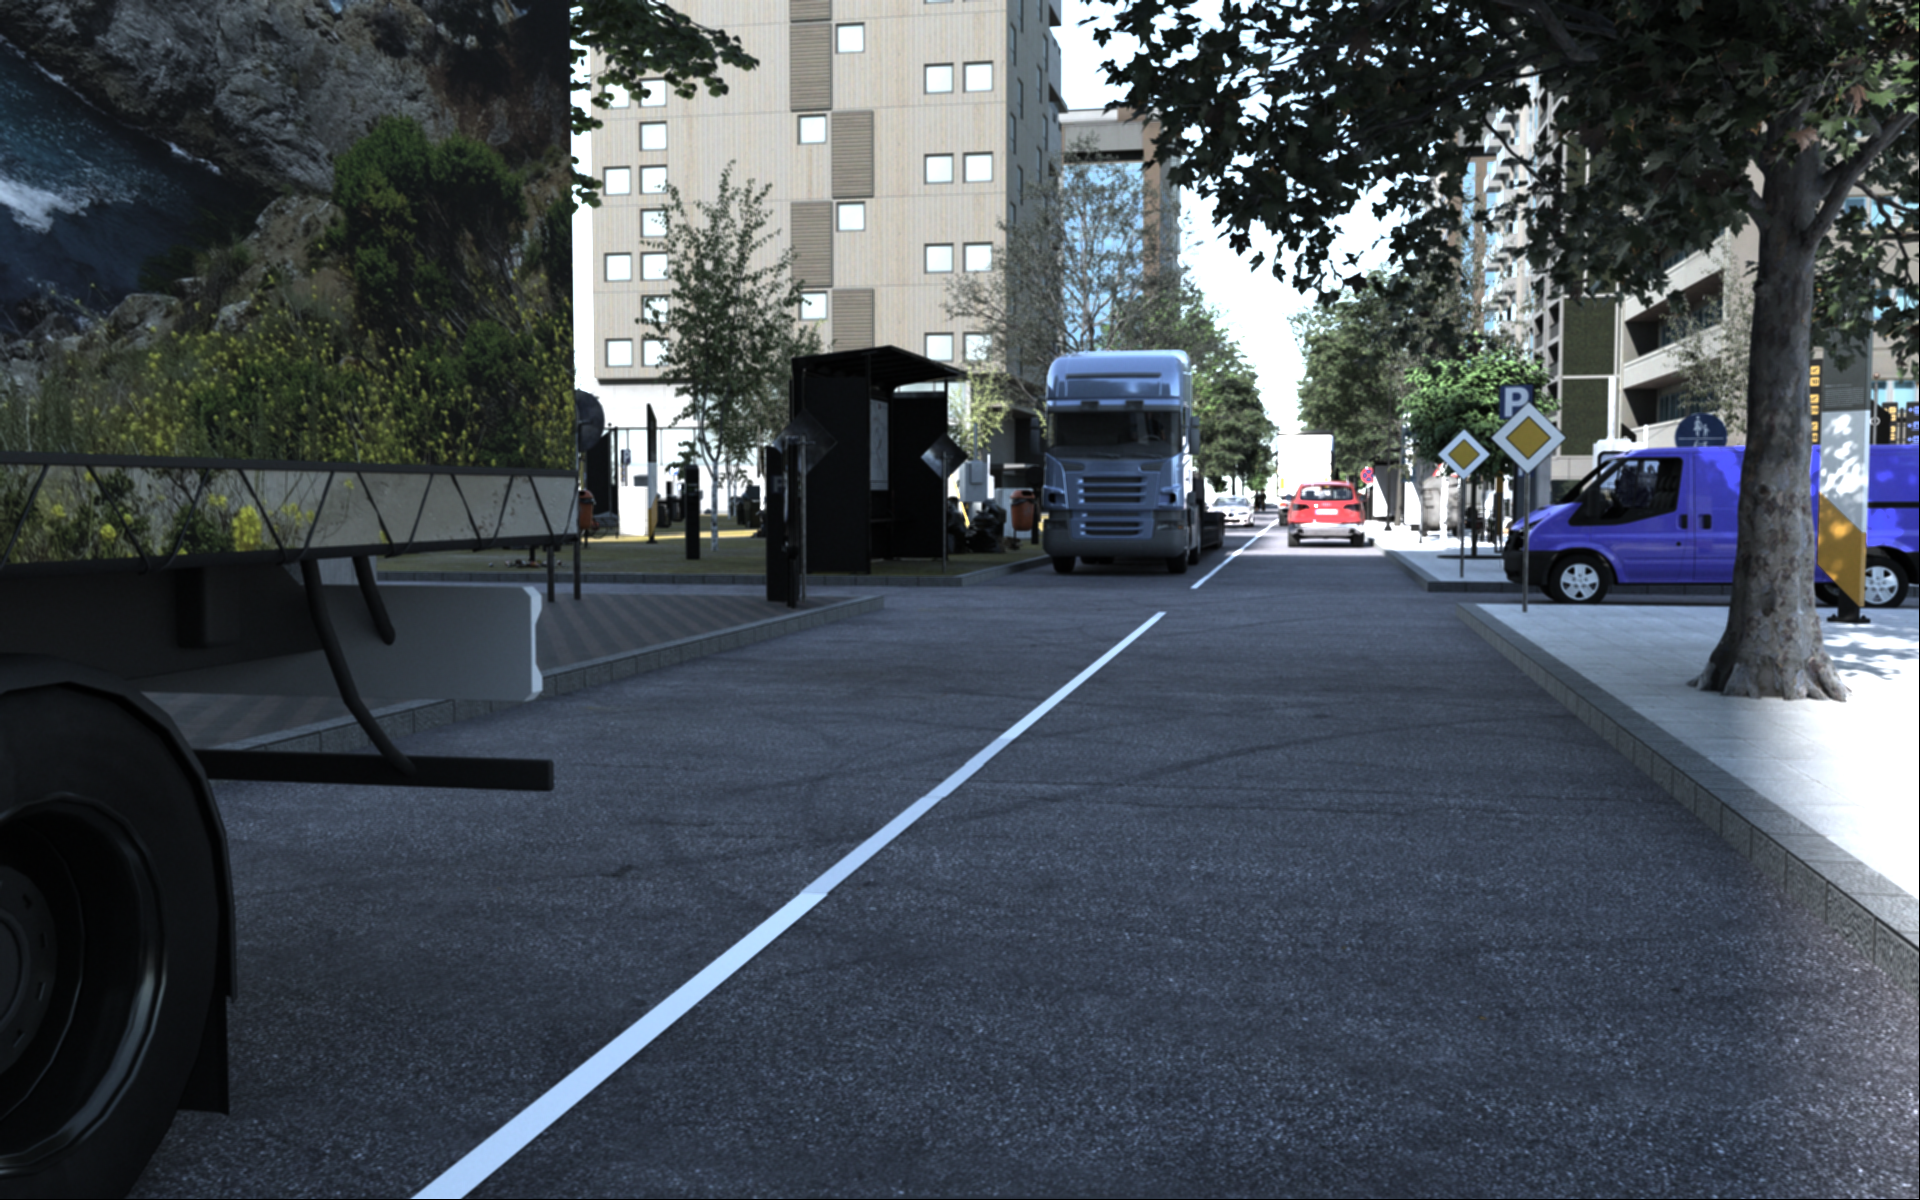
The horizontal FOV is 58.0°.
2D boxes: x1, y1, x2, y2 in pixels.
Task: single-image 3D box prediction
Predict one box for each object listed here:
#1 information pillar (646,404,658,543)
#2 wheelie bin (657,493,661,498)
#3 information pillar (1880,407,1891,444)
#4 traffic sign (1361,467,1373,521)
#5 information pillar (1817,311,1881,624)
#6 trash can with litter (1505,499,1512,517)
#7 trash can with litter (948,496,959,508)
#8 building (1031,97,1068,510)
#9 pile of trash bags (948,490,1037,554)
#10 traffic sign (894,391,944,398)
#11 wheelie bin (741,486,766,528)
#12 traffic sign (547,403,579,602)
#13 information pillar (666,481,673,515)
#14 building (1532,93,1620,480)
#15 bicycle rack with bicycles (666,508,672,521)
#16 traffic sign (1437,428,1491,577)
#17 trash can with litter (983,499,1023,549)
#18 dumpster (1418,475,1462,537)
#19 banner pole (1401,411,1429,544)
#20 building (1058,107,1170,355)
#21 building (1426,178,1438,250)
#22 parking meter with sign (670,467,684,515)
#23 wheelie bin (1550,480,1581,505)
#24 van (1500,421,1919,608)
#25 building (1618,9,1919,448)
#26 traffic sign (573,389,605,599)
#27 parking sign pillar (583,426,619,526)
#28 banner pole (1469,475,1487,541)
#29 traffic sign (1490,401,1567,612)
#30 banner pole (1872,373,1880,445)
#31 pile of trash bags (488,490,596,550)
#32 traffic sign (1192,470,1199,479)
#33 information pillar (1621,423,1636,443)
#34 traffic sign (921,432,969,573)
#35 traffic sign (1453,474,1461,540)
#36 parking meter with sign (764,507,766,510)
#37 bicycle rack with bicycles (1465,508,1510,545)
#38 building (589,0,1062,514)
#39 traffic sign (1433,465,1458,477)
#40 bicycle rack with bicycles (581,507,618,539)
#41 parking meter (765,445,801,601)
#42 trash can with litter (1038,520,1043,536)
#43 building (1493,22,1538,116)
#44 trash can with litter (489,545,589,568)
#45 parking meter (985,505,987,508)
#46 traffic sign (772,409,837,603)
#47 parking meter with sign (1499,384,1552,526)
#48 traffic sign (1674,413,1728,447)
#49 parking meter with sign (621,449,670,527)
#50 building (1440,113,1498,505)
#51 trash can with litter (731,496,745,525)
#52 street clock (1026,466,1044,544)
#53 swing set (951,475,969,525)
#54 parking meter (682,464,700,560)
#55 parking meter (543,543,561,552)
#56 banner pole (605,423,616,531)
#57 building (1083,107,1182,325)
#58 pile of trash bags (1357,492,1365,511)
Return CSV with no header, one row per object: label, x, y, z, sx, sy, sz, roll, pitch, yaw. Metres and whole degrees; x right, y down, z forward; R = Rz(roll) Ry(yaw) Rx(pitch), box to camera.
information pillar,-8.014,-3.286,45.088,0.183,3.616,0.504,1,4,11
wheelie bin,-12.982,-3.940,72.323,0.980,1.594,0.693,-1,4,-11
information pillar,22.419,-3.117,42.312,0.504,3.616,0.183,3,5,45
traffic sign,19.559,-5.064,82.902,0.768,2.556,0.104,1,4,14
information pillar,8.845,-1.586,17.283,0.183,3.616,0.504,-2,4,-30
trash can with litter,30.402,-5.232,96.937,0.624,1.170,1.055,-1,4,-14
trash can with litter,-0.343,-4.327,82.138,0.624,1.170,1.055,0,4,6
building,-4.783,-27.750,145.600,32.217,40.220,23.993,1,4,11
pile of trash bags,0.287,-1.740,38.200,3.447,1.369,1.912,-3,4,-38
traffic sign,-1.381,-2.491,34.596,2.265,3.308,0.079,1,4,17
wheelie bin,-7.820,-3.522,65.486,0.980,1.594,0.693,-2,4,-33
traffic sign,-4.879,-1.252,20.579,0.768,2.556,0.104,1,4,16
information pillar,-16.597,-5.780,98.996,0.304,2.012,0.304,0,4,8
building,49.121,-41.575,118.007,20.563,71.187,20.611,1,4,11
bicycle rack with bicycles,-14.751,-4.259,83.010,2.852,0.926,2.925,0,4,-1
traffic sign,7.723,-1.404,26.600,0.795,2.450,0.064,1,4,11
trash can with litter,1.015,-1.792,40.685,1.055,1.170,0.624,3,4,37
dumpster,14.401,-2.817,51.818,1.264,1.857,1.865,1,4,11
banner pole,11.750,-3.352,44.824,0.401,3.779,0.863,-3,5,-42
building,17.275,-33.931,204.874,14.600,45.320,14.200,1,4,11
building,74.278,-37.735,236.575,23.786,49.044,30.456,1,4,11
parking meter with sign,-17.382,-6.772,106.977,0.543,3.016,1.738,-2,4,-29
wheelie bin,13.289,-1.847,38.106,0.980,1.594,0.693,1,4,11
van,9.628,-1.077,21.988,5.245,2.365,2.240,1,4,13
building,38.312,-27.007,65.264,21.300,48.544,21.600,1,4,11
traffic sign,-4.672,-1.282,21.061,0.768,2.556,0.104,1,4,18
parking sign pillar,-14.233,-4.900,68.593,1.447,3.967,1.447,-2,4,-31
banner pole,14.102,-3.487,47.026,0.863,3.779,0.401,-3,4,-38
traffic sign,6.140,-0.925,18.773,0.795,2.450,0.064,1,4,11
banner pole,18.671,-2.803,35.845,0.863,3.779,0.401,0,4,3
pile of trash bags,-10.229,-1.890,40.654,3.447,1.369,1.912,0,4,7
traffic sign,12.258,-5.600,91.659,0.768,2.556,0.104,1,4,14
information pillar,21.866,-4.001,56.775,0.504,3.616,0.183,1,4,15
traffic sign,-0.256,-1.504,28.229,0.795,2.450,0.064,1,4,11
traffic sign,13.984,-2.959,48.489,0.768,2.556,0.104,1,4,14
parking meter with sign,-5.777,-3.829,58.863,1.738,3.016,0.543,1,4,14
bicycle rack with bicycles,14.254,-1.919,44.755,2.852,0.926,2.925,2,4,31
building,-7.775,-32.436,119.575,28.713,52.752,27.495,1,4,11
traffic sign,15.090,-3.285,53.714,0.884,2.594,0.081,1,4,15
bicycle rack with bicycles,-11.308,-2.232,49.878,2.925,0.926,2.852,-3,4,-38
parking meter,-2.113,-0.922,20.793,0.399,1.863,0.255,1,4,12
trash can with litter,1.637,-2.594,53.477,2.233,1.210,1.678,2,4,25
building,55.777,-32.065,143.873,23.786,49.044,30.456,1,4,11
trash can with litter,-7.556,-1.216,30.933,1.678,1.210,2.233,-1,4,-17
parking meter,1.579,-5.299,95.044,0.372,1.533,0.369,0,3,0
traffic sign,-1.839,-1.025,20.402,0.795,2.450,0.064,1,4,11
parking meter with sign,9.390,-1.963,28.351,0.543,3.016,1.738,3,4,38
traffic sign,11.609,-1.657,27.201,0.768,2.556,0.104,1,4,19
parking meter with sign,-12.298,-4.350,67.384,1.738,3.016,0.543,2,4,24
building,63.187,-33.712,201.297,14.600,45.320,14.200,1,4,11
trash can with litter,-8.838,-3.701,71.895,1.055,1.170,0.624,3,5,43
street clock,1.916,-2.425,44.221,0.471,2.002,0.358,0,4,4
swing set,-1.696,-4.548,71.973,2.862,2.851,3.119,3,5,41
parking meter,-5.256,-1.730,33.990,0.255,1.863,0.399,-1,4,-14
parking meter,-9.103,-2.014,38.636,0.399,1.863,0.255,0,4,3
banner pole,-12.196,-4.323,60.700,0.401,3.779,0.863,-2,4,-26
building,16.485,-39.865,241.035,28.713,52.752,27.495,1,4,11
pile of trash bags,22.867,-5.366,97.489,1.912,1.369,3.447,2,4,28
